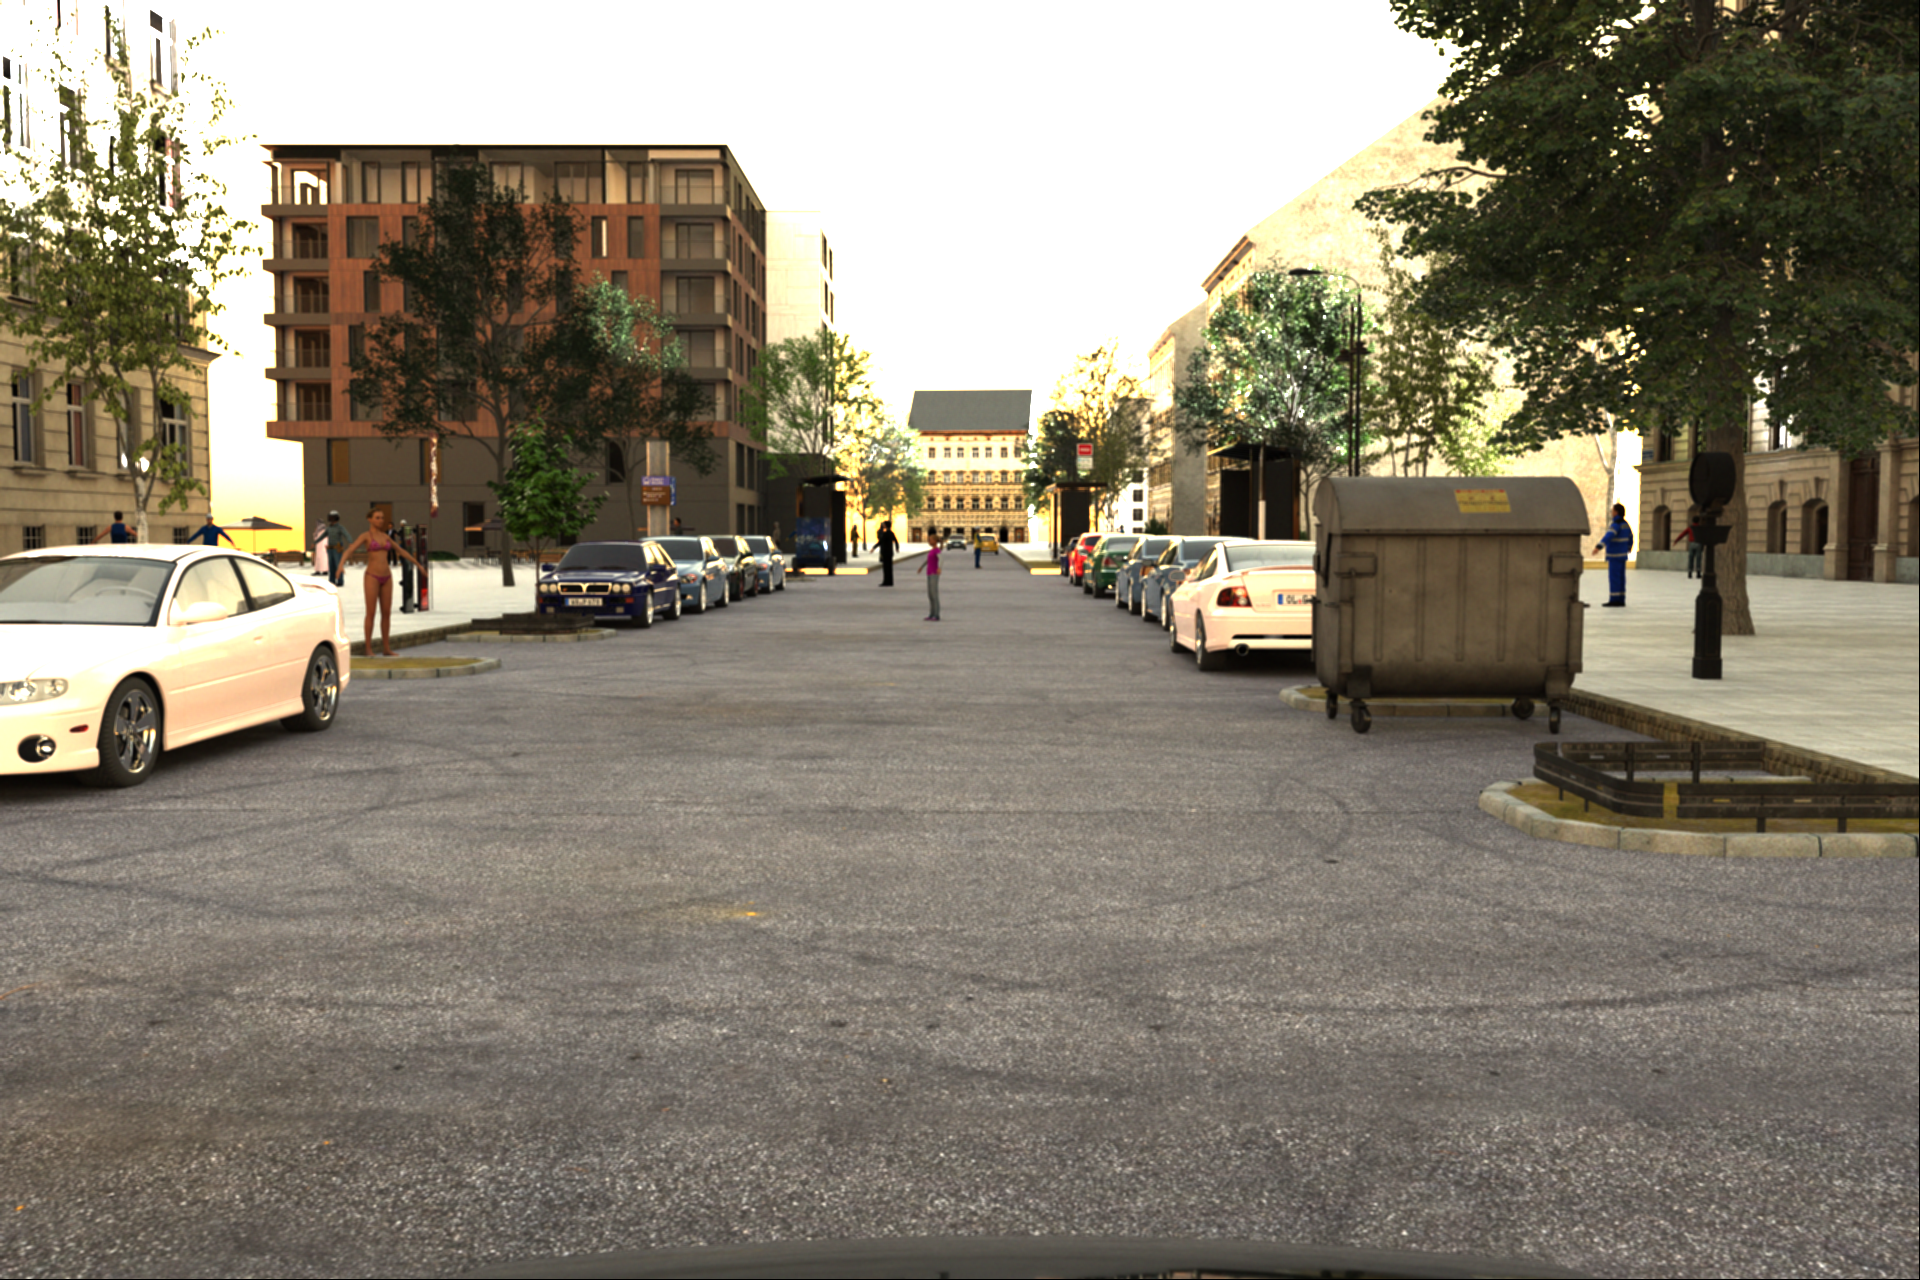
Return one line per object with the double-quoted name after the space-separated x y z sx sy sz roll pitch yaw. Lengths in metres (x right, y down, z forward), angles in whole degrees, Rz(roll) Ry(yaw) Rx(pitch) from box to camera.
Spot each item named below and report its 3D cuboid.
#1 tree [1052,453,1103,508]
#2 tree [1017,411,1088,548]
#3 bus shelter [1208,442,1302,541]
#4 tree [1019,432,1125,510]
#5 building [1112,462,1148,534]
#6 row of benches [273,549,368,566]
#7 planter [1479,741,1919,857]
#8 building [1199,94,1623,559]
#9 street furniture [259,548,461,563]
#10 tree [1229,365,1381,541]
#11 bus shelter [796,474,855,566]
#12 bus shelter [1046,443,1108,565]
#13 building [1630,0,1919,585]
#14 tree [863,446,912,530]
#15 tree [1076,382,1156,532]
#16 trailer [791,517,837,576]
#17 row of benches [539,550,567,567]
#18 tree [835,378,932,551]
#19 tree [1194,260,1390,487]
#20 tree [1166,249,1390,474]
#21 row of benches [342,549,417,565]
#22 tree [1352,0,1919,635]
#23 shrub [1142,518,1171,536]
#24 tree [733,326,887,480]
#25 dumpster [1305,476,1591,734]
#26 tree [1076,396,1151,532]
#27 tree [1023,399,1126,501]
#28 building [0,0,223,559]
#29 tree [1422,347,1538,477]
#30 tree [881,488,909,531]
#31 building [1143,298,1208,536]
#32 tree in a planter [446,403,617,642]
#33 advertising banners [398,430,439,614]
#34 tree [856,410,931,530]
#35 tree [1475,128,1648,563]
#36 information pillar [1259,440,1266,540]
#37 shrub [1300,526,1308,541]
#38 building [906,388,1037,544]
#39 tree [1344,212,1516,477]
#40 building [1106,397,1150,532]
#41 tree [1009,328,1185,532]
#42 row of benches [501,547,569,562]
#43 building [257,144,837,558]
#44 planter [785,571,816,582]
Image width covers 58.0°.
8.493 -10.946 129.335 4.737 8.622 4.395 0 3 0 "tree"
8.604 -14.714 158.695 7.486 12.596 7.792 0 3 0 "tree"
7.976 -3.423 47.243 1.731 3.624 6.357 0 4 1 "bus shelter"
8.997 -12.699 142.043 8.767 10.594 7.601 -1 4 -18 "tree"
23.195 -15.944 202.834 9.099 9.664 28.070 0 4 1 "building"
-25.426 -3.320 69.752 4.104 0.672 1.422 -2 4 -28 "row of benches"
3.705 0.763 8.669 1.991 0.319 1.994 0 4 0 "planter"
24.098 -16.207 95.919 19.493 23.208 18.063 0 4 1 "building"
-27.368 -3.974 80.601 5.734 0.657 10.072 3 5 40 "street furniture"
16.335 -9.047 82.331 7.601 10.594 8.767 1 4 9 "tree"
-5.428 -4.852 70.619 1.731 3.624 6.357 0 4 2 "bus shelter"
4.855 -5.904 74.155 2.179 5.291 8.768 0 4 -1 "bus shelter"
29.778 -13.860 45.701 14.460 24.649 34.723 0 4 0 "building"
-6.645 -11.885 144.680 4.360 8.622 3.978 0 3 0 "tree"
7.350 -8.158 83.744 4.360 8.622 3.978 0 3 0 "tree"
-5.050 -3.193 59.257 1.471 1.999 3.904 0 4 0 "trailer"
-14.356 -3.096 66.077 4.104 0.672 1.422 1 4 20 "row of benches"
-7.549 -13.729 134.833 12.009 13.543 11.850 0 3 0 "tree"
12.780 -8.650 67.189 9.928 11.665 9.643 0 3 0 "tree"
10.472 -7.549 57.840 8.767 10.594 7.601 3 4 39 "tree"
-24.322 -3.511 72.872 4.104 0.672 1.422 1 4 16 "row of benches"
9.775 -7.042 21.789 9.857 13.997 8.962 0 3 0 "tree"
8.431 -4.313 74.929 1.690 2.028 1.600 0 3 0 "shrub"
-7.346 -9.767 85.446 9.928 11.665 9.643 0 3 0 "tree"
3.589 -0.287 12.905 1.865 1.857 1.264 0 4 1 "dumpster"
7.777 -8.729 93.078 4.360 8.622 3.978 0 3 0 "tree"
7.988 -11.273 118.732 7.601 10.594 8.767 -3 5 -44 "tree"
-30.188 -12.623 38.401 16.112 23.069 30.059 0 3 0 "building"
19.958 -7.165 67.509 4.737 8.622 4.395 0 3 0 "tree"
-7.169 -13.417 169.727 4.360 8.622 3.978 0 3 0 "tree"
24.872 -18.600 135.034 19.493 23.208 18.063 0 4 1 "building"
-5.826 -1.628 23.841 1.991 3.239 1.994 0 4 0 "tree in a planter"
-8.958 -1.994 28.784 0.090 3.025 2.074 0 4 1 "advertising banners"
-6.116 -14.681 158.166 7.486 12.596 7.792 0 3 0 "tree"
29.741 -13.594 78.157 12.611 20.169 13.585 0 3 0 "tree"
7.559 -3.179 43.338 0.183 3.616 0.504 0 4 1 "information pillar"
14.417 -4.395 75.901 1.661 2.075 1.752 0 3 0 "shrub"
2.046 -26.148 260.900 18.063 23.208 19.493 0 4 6 "building"
10.469 -5.455 39.554 4.737 8.622 4.395 0 3 0 "tree"
28.989 -22.372 232.246 16.747 18.905 31.486 0 4 1 "building"
8.220 -11.755 102.557 12.009 13.543 11.850 0 3 0 "tree"
-19.858 -4.034 81.424 1.422 0.672 4.104 3 4 37 "row of benches"
-22.719 -16.108 107.343 27.936 21.610 32.646 0 3 0 "building"
-5.415 -1.925 52.609 1.991 0.319 1.994 0 4 2 "planter"
